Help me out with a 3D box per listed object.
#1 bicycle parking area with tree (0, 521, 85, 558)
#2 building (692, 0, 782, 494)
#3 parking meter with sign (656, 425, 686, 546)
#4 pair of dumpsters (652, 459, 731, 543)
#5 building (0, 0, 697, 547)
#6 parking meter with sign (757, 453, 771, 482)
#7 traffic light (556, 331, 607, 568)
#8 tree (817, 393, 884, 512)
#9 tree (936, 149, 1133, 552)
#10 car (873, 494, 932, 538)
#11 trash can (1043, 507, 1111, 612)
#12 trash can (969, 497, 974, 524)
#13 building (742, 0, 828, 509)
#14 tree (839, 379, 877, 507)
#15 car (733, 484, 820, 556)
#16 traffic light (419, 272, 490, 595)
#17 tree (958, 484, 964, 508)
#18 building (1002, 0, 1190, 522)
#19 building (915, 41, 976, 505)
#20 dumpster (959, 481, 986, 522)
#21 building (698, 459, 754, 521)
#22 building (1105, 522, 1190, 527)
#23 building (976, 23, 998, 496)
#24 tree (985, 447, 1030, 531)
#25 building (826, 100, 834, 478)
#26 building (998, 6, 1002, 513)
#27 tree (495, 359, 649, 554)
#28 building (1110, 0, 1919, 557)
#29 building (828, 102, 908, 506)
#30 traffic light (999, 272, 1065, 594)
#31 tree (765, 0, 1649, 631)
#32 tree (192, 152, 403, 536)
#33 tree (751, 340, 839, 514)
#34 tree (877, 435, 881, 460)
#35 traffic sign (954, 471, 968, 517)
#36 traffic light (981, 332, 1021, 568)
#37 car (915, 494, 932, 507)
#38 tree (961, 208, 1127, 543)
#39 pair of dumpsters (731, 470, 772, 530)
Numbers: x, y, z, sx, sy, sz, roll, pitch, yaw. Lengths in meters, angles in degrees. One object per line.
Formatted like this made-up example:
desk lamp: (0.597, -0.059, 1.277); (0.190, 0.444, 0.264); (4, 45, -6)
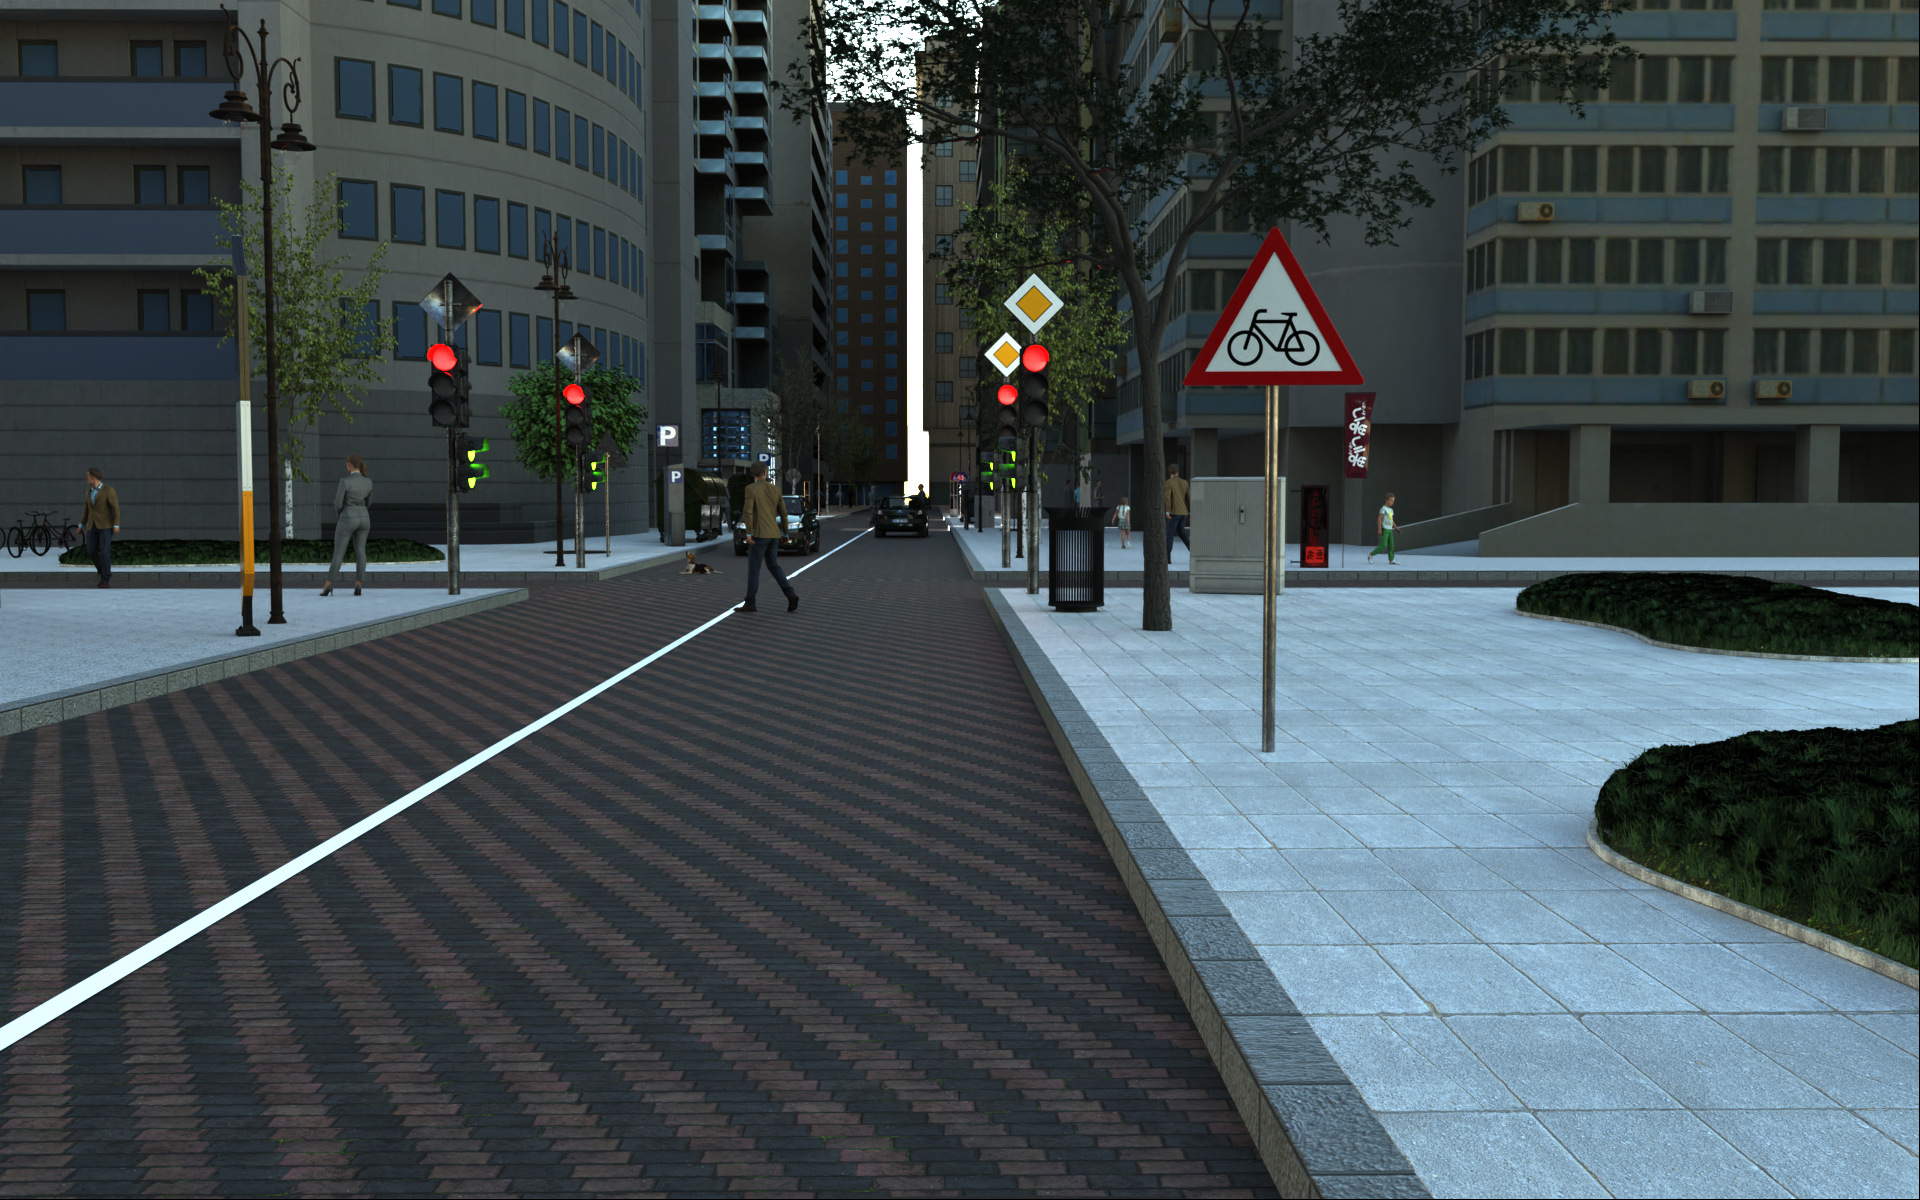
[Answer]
bicycle parking area with tree: (-22.648, -2.858, 33.732); (8.231, 4.147, 9.016); (1, 4, 16)
building: (-23.192, -49.288, 118.524); (22.319, 86.520, 31.000); (0, 4, -1)
parking meter with sign: (-7.144, -2.866, 43.114); (0.543, 3.016, 1.738); (-1, 4, -18)
pair of dumpsters: (-7.372, -2.735, 47.208); (1.574, 2.255, 4.437); (0, 4, -1)
building: (-20.867, -31.315, 54.002); (21.231, 58.520, 28.212); (0, 4, -1)
parking meter with sign: (-8.344, -4.785, 74.491); (0.543, 3.016, 1.738); (0, 4, -1)
traffic light: (-6.573, -2.511, 29.972); (0.839, 4.253, 0.868); (0, 4, -1)
tree: (-8.568, -10.779, 126.598); (4.737, 8.622, 4.395); (0, 3, 0)
tree: (1.630, -5.366, 38.090); (4.737, 8.622, 4.395); (0, 3, 0)
car: (-1.946, -2.967, 58.291); (2.009, 1.686, 4.222); (0, 4, 0)
trash can: (1.274, -0.446, 18.951); (0.748, 1.137, 0.748); (0, 3, 0)
trash can: (0.594, -3.850, 74.608); (0.748, 1.137, 0.748); (0, 3, 0)
building: (-22.487, -31.942, 145.950); (21.300, 48.544, 21.600); (0, 4, -1)
tree: (-8.149, -9.689, 108.778); (4.360, 8.622, 3.978); (0, 3, 0)
car: (-4.367, -1.945, 41.582); (2.009, 1.686, 4.222); (0, 4, 1)
traffic light: (-6.439, -2.022, 21.988); (0.839, 4.253, 0.868); (0, 4, -1)
tree: (0.183, -10.298, 162.971); (1.663, 3.219, 1.824); (0, 3, 0)
building: (9.232, -19.808, 95.563); (14.160, 30.474, 14.107); (0, 4, -1)
building: (8.518, -37.722, 205.990); (27.495, 52.752, 28.713); (0, 4, -1)
dumpster: (0.594, -4.482, 79.044); (1.264, 1.857, 1.865); (0, 4, -1)
building: (-27.168, -24.258, 88.499); (32.217, 40.220, 23.993); (0, 4, -1)
building: (11.987, -18.461, 73.540); (14.160, 30.474, 14.107); (0, 4, -1)
building: (12.454, -33.241, 167.199); (21.300, 48.544, 21.600); (0, 4, -1)
tree: (1.986, -4.025, 60.412); (1.663, 3.219, 1.824); (0, 3, 0)
building: (-19.614, -29.773, 170.380); (14.086, 41.232, 14.154); (0, 4, -1)
building: (9.584, -26.703, 120.180); (14.154, 41.232, 14.086); (0, 4, -1)
tree: (-8.402, -3.294, 37.576); (4.285, 4.588, 4.351); (0, 3, 0)
building: (17.210, -21.904, 50.005); (23.993, 40.220, 32.217); (0, 4, -1)
building: (-13.114, -33.506, 197.931); (14.200, 45.320, 14.600); (0, 4, -1)
traffic light: (0.921, -2.031, 22.127); (0.839, 4.253, 0.868); (0, 4, -1)
tree: (1.988, -5.011, 16.346); (8.767, 10.594, 7.601); (1, 4, 17)
tree: (-14.748, -5.391, 38.498); (4.737, 8.622, 4.395); (0, 3, 0)
tree: (-8.029, -8.120, 83.116); (4.360, 8.622, 3.978); (0, 3, 0)
tree: (-9.903, -13.426, 169.880); (4.360, 8.622, 3.978); (0, 3, 0)
traffic sign: (0.048, -5.899, 96.559); (0.768, 2.556, 0.104); (0, 4, 0)
traffic light: (0.787, -2.519, 30.111); (0.839, 4.253, 0.868); (0, 4, -1)
car: (-3.646, -9.246, 162.970); (2.131, 1.459, 4.920); (0, 4, -2)
tree: (2.082, -5.767, 44.645); (4.360, 8.622, 3.978); (0, 3, 0)
pair of dumpsters: (-7.654, -3.703, 63.031); (1.574, 2.255, 4.437); (0, 4, -1)
